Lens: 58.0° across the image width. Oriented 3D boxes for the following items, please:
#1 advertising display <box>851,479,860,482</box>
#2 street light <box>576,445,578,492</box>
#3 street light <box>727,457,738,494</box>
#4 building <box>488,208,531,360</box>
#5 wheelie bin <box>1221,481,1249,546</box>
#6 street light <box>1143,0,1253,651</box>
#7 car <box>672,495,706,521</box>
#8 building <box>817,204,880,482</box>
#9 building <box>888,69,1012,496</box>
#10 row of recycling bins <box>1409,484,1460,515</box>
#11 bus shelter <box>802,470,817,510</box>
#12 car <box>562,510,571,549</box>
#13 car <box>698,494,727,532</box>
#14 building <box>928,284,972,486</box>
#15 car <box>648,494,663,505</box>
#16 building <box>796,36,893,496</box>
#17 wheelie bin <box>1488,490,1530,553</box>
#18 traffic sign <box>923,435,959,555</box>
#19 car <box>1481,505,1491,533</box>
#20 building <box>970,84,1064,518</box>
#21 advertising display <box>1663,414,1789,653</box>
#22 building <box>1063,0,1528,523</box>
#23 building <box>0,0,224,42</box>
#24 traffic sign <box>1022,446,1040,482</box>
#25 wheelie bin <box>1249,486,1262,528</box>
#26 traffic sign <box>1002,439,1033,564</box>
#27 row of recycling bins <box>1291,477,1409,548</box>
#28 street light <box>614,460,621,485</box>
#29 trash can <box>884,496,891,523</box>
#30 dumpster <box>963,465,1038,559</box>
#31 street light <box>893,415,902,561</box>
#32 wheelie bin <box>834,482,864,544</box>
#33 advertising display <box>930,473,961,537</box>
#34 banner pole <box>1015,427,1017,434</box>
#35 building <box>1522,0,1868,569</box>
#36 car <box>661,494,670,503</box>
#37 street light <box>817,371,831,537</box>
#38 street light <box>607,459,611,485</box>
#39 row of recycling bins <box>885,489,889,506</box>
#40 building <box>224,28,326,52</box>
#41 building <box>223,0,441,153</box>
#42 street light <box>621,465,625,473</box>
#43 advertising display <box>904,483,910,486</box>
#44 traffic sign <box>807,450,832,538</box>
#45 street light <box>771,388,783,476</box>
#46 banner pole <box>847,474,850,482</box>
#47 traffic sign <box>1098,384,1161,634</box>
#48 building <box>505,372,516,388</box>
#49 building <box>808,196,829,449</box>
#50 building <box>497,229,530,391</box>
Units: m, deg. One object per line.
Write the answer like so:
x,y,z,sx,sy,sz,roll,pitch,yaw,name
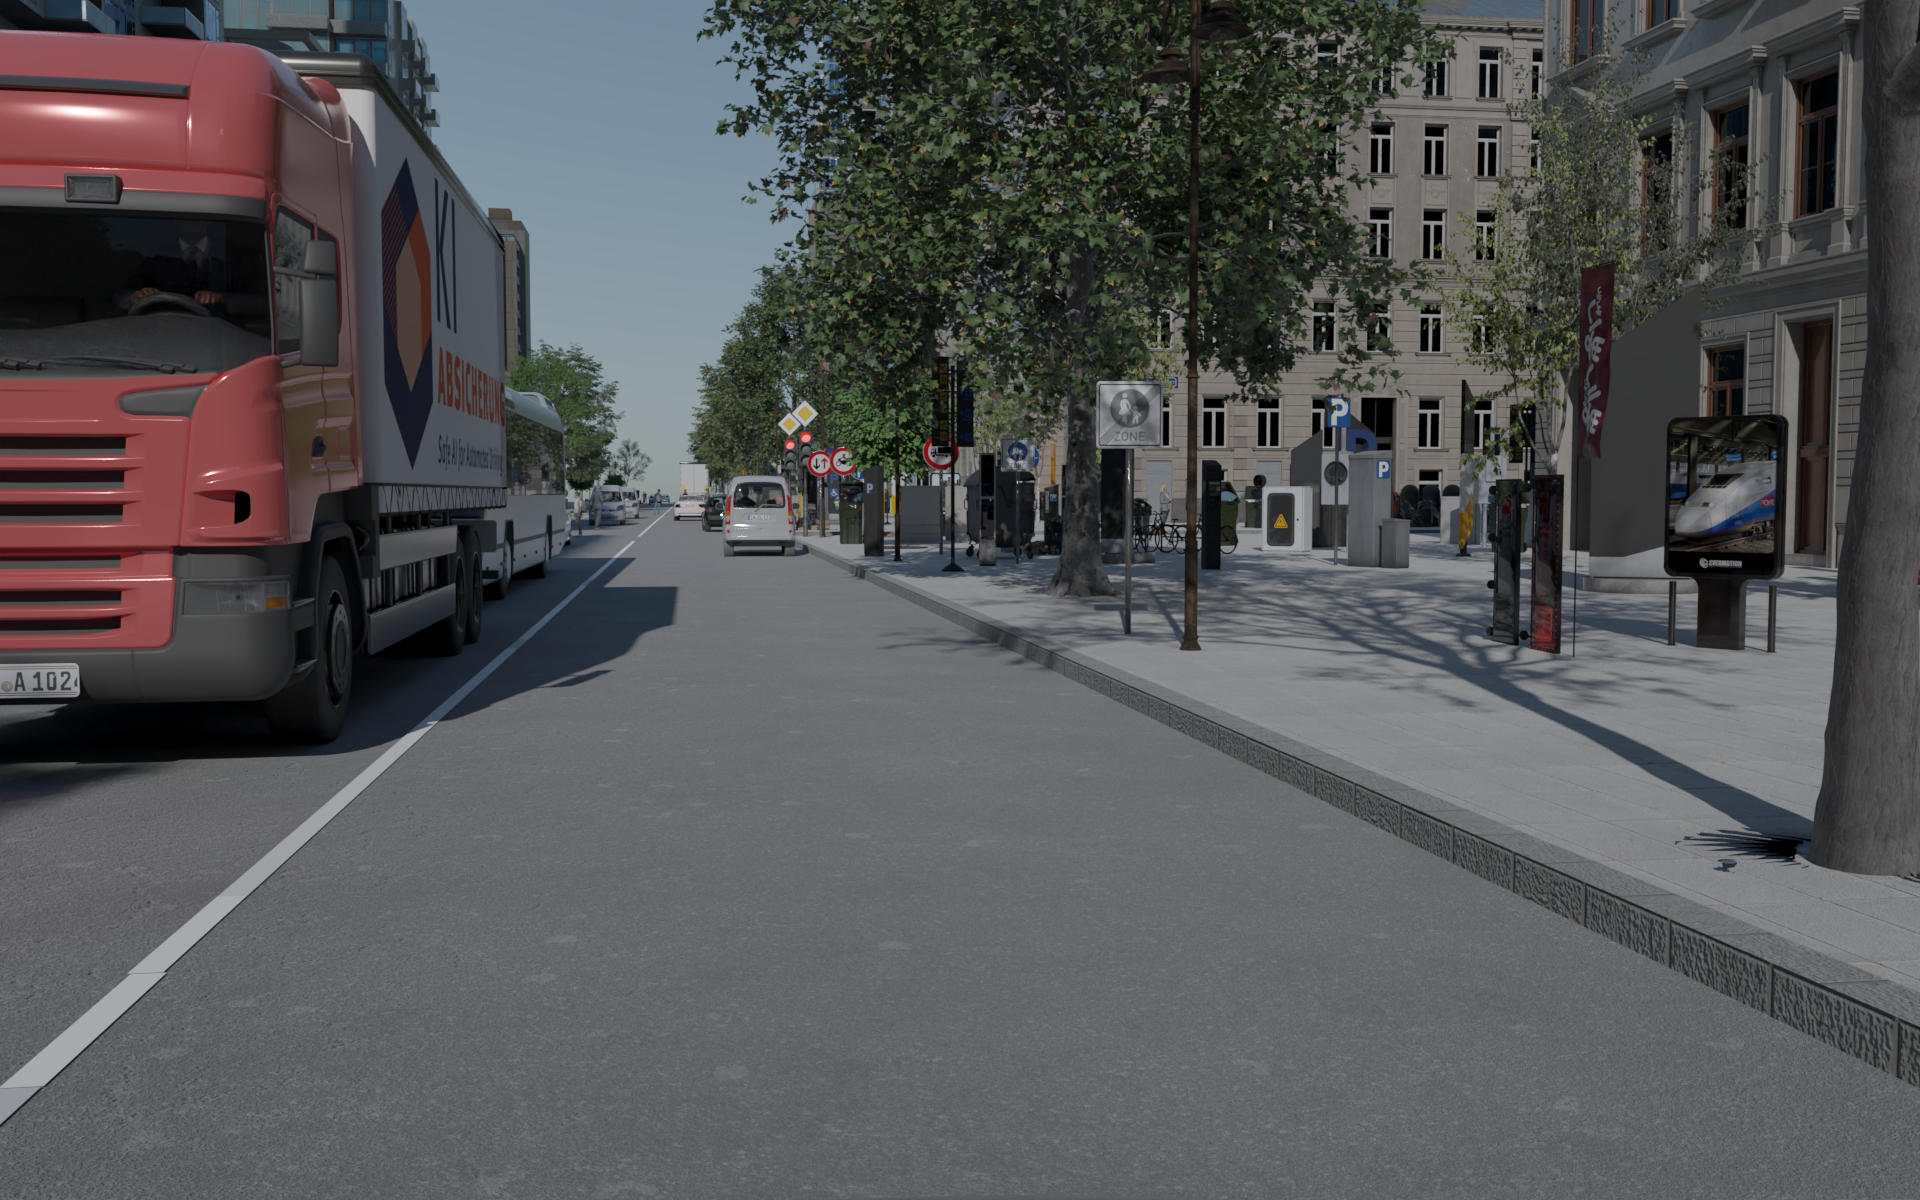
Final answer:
-4.300,-4.342,76.211,0.974,1.923,0.123,1,4,18,advertising display
-33.739,-10.997,152.595,0.468,5.910,1.993,-1,4,-9,street light
-19.880,-10.919,151.312,0.468,5.910,1.993,-1,4,-9,street light
-75.495,-38.148,273.837,14.600,45.320,14.200,-1,4,-9,building
6.506,-2.144,42.968,0.693,1.594,0.980,-2,4,-32,wheelie bin
1.897,-2.525,14.072,0.468,5.910,1.993,-1,4,-9,street light
-14.576,-4.992,93.980,2.083,1.381,4.827,0,4,-8,car
-13.002,-34.177,242.395,14.154,41.232,14.086,-1,4,-9,building
3.085,-43.977,157.282,20.563,71.187,20.611,-1,4,-9,building
20.411,-4.048,73.297,3.534,1.692,1.069,2,4,26,row of recycling bins
-7.819,-6.249,93.460,1.731,3.624,6.357,-1,4,-9,bus shelter
-11.553,-2.108,46.824,2.083,1.381,4.827,-1,4,-9,car
-9.056,-3.489,66.830,2.009,1.686,4.222,-1,4,-10,car
5.823,-20.704,125.900,14.401,28.519,23.554,-1,4,-9,building
-40.966,-13.507,232.848,2.014,1.417,4.499,-1,4,-9,car
-14.923,-59.087,278.735,22.319,86.520,31.000,-1,4,-9,building
11.953,-1.832,37.853,0.980,1.594,0.693,-2,4,-32,wheelie bin
-0.397,-2.222,36.442,0.768,2.556,0.104,0,4,-4,traffic sign
19.247,-2.925,59.616,4.920,1.459,2.131,0,4,-7,car
8.355,-19.469,104.229,13.634,28.700,20.117,-1,4,-9,building
6.305,-0.556,14.301,0.123,1.923,0.974,-3,5,-39,advertising display
18.036,-17.490,83.229,25.104,27.353,12.463,-1,4,-9,building
-47.525,-46.953,80.361,22.319,86.520,31.000,-1,4,-9,building
1.536,-2.555,41.876,0.768,2.556,0.104,0,4,0,traffic sign
11.141,-3.542,65.827,0.980,1.594,0.693,1,4,14,wheelie bin
1.056,-1.812,31.752,0.606,2.300,0.079,0,4,0,traffic sign
9.463,-2.170,42.597,3.534,1.692,1.069,-3,5,-40,row of recycling bins
-46.690,-16.030,234.879,0.468,5.910,1.993,-1,4,-9,street light
-3.513,-3.794,73.679,0.748,1.137,0.748,0,3,0,trash can
0.816,-1.772,34.730,1.264,1.857,1.865,-1,4,-9,dumpster
-1.193,-3.677,32.900,0.468,5.910,1.993,-1,4,-9,street light
-2.755,-2.237,44.482,0.980,1.594,0.693,0,4,2,wheelie bin
-0.451,-2.879,52.278,0.974,1.923,0.123,-2,4,-24,advertising display
2.101,-4.577,64.853,0.401,3.779,0.863,0,4,-7,banner pole
19.853,-11.904,30.781,11.583,22.565,21.152,-1,4,-9,building
-47.268,-16.201,276.892,2.014,1.417,4.499,-1,4,-11,car
-4.093,-4.830,51.757,0.468,5.910,1.993,-1,4,-9,street light
-43.733,-14.877,216.024,0.468,5.910,1.993,-1,4,-9,street light
-3.994,-6.873,119.491,3.534,1.692,1.069,1,4,13,row of recycling bins
-62.350,-27.356,139.151,32.217,40.220,23.993,-1,4,-9,building
-62.290,-33.443,166.399,23.786,49.044,30.456,-1,4,-9,building
-49.762,-17.207,254.121,0.468,5.910,1.993,-1,4,-9,street light
-3.415,-6.613,113.341,0.123,1.923,0.974,1,4,20,advertising display
-4.079,-3.093,50.683,0.768,2.556,0.104,-1,4,-8,traffic sign
-8.008,-6.298,75.754,0.468,5.910,1.993,-1,4,-9,street light
-6.544,-6.838,101.819,0.401,3.779,0.863,1,4,9,banner pole
1.539,-0.837,15.813,0.606,2.300,0.079,0,4,-4,traffic sign
-76.400,-24.060,238.415,27.650,21.520,28.899,-1,4,-9,building
-14.933,-37.073,256.257,14.600,45.320,14.200,-1,4,-9,building
-72.435,-35.264,260.152,14.154,41.232,14.086,-1,4,-9,building
